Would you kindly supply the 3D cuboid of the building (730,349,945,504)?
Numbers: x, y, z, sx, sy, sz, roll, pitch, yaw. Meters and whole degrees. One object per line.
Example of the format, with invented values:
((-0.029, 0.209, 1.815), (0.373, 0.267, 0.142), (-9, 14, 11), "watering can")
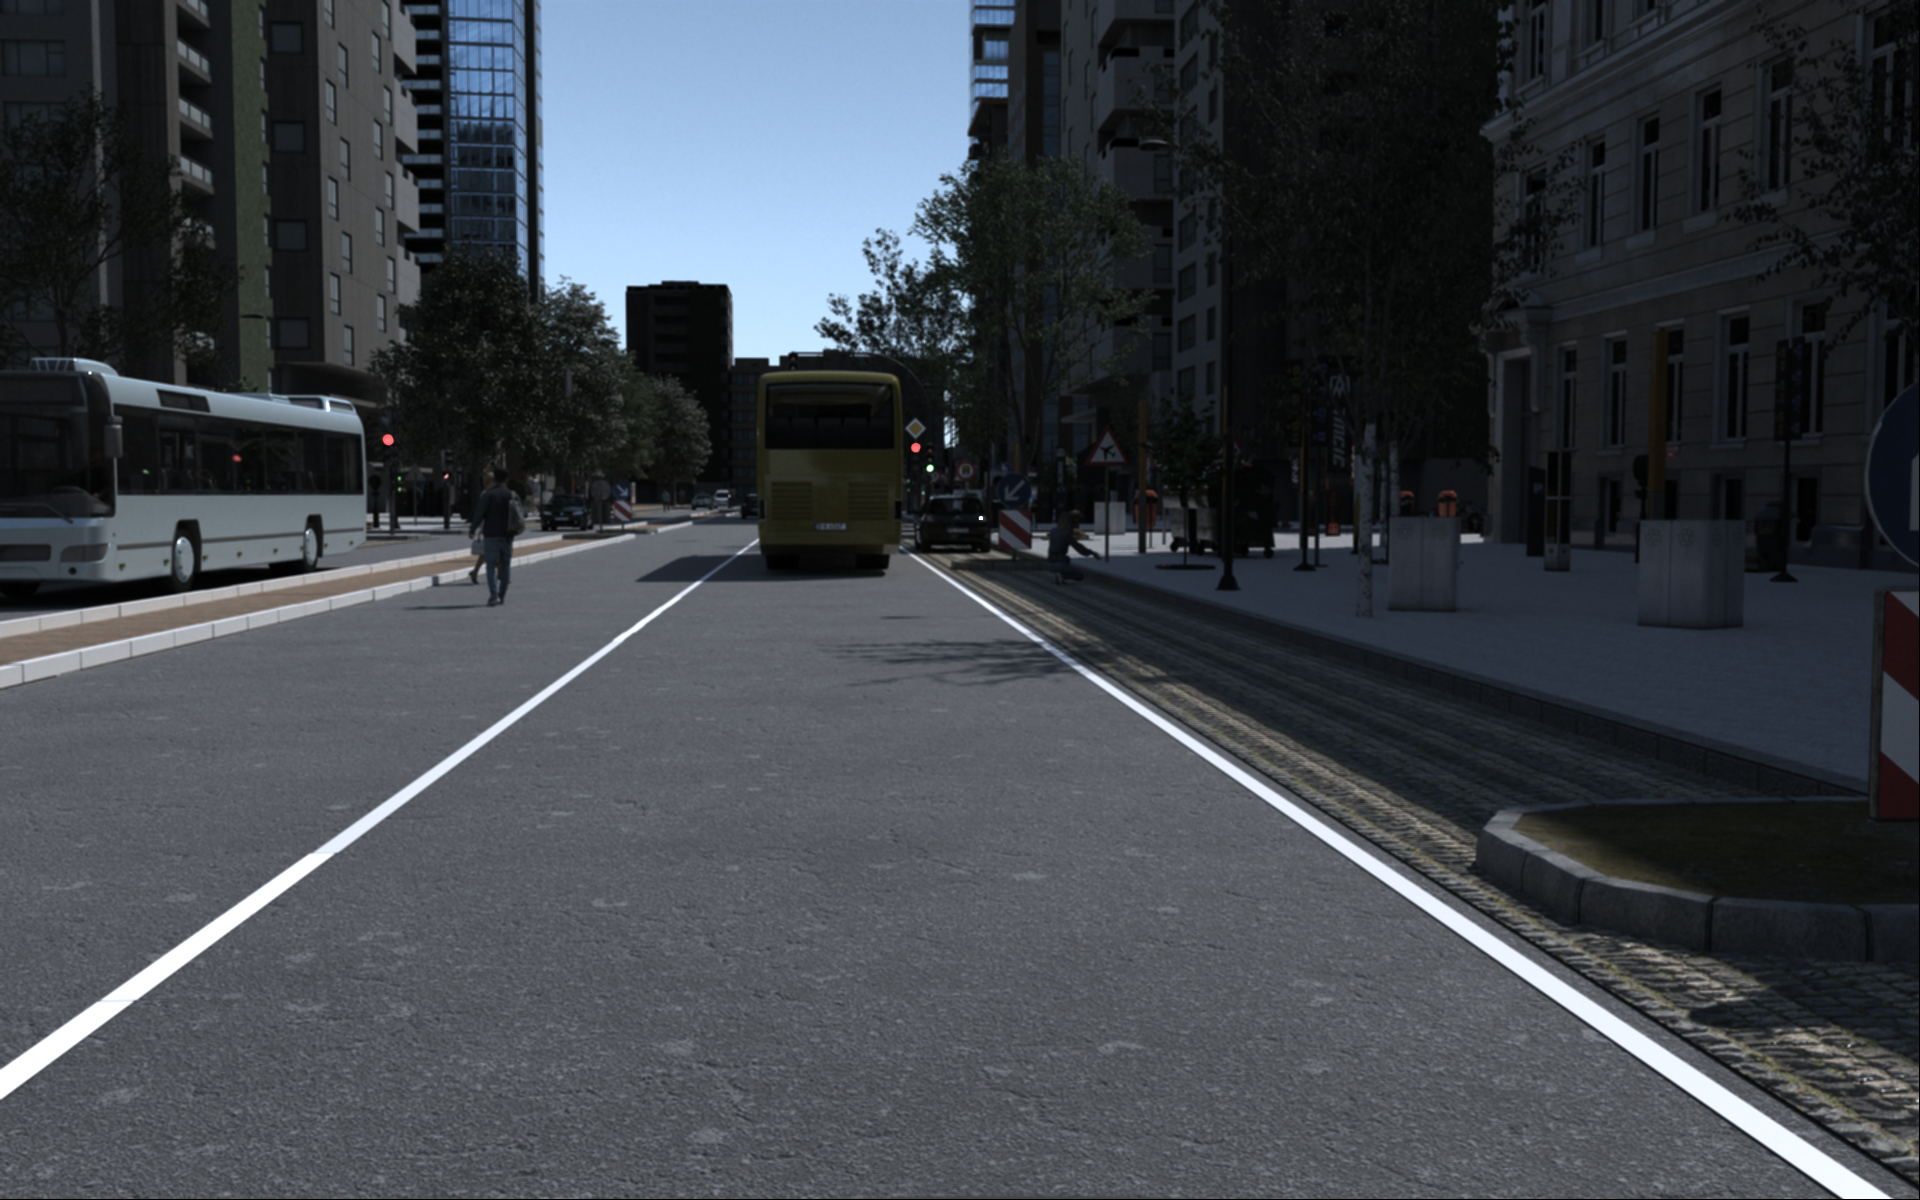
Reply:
((-17.552, -24.622, 247.614), (28.899, 21.520, 27.650), (0, 4, -5), "building")

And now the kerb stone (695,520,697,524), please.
((-12.610, -3.633, 81.611), (0.120, 0.150, 1.000), (0, 4, -5), "kerb stone")

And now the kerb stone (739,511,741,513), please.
((-16.040, -6.258, 124.508), (0.120, 0.150, 1.000), (0, 4, -5), "kerb stone")

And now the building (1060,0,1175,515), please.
((21.865, -32.271, 116.873), (28.713, 52.752, 27.495), (0, 4, -5), "building")

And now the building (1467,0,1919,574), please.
((20.894, -15.298, 36.030), (13.634, 28.700, 20.117), (0, 4, -5), "building")

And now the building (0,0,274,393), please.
((-40.695, -24.143, 78.339), (14.154, 41.232, 14.086), (0, 4, -5), "building")

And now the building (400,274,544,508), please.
((-52.441, -18.638, 149.777), (27.650, 21.520, 28.899), (0, 4, -5), "building")

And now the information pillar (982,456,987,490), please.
((1.524, -6.950, 104.995), (0.504, 3.616, 0.183), (3, 5, 44), "information pillar")

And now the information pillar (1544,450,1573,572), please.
((9.945, -1.486, 28.792), (0.304, 2.012, 0.304), (-2, 4, -30), "information pillar")

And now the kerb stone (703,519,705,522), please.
((-13.010, -3.947, 86.722), (0.120, 0.150, 1.000), (0, 4, -5), "kerb stone")

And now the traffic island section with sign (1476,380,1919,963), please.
((2.997, 0.147, 6.224), (1.989, 1.847, 2.006), (0, 4, -5), "traffic island section with sign")

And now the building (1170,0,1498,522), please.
((18.413, -19.057, 83.283), (14.107, 30.474, 14.160), (0, 4, -5), "building")

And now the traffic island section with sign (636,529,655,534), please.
((-12.141, -3.339, 62.735), (2.006, 1.907, 1.989), (0, 4, -5), "traffic island section with sign")

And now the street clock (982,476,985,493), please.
((1.097, -4.017, 70.249), (0.358, 2.002, 0.471), (2, 4, 34), "street clock")

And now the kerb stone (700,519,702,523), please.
((-12.846, -3.819, 84.675), (0.120, 0.150, 1.000), (0, 4, -5), "kerb stone")

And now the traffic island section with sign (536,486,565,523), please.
((-20.194, -4.801, 87.120), (1.989, 1.847, 2.006), (0, 4, -5), "traffic island section with sign")

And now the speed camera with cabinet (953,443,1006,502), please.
((0.758, -4.430, 66.763), (2.038, 3.252, 0.660), (-2, 4, -27), "speed camera with cabinet")

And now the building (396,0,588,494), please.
((-57.931, -53.489, 187.212), (31.000, 86.520, 22.319), (0, 4, -5), "building")

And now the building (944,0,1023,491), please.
((13.133, -56.996, 244.558), (31.000, 86.520, 22.319), (0, 4, -5), "building")

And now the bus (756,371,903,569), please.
((-2.796, -2.716, 35.948), (2.896, 3.916, 12.252), (0, 4, -5), "bus")

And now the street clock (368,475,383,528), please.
((-21.978, -3.706, 65.155), (0.471, 2.002, 0.358), (0, 4, -3), "street clock")

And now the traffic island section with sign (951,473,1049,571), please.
((0.852, -1.496, 33.094), (1.989, 1.847, 2.006), (0, 4, -5), "traffic island section with sign")

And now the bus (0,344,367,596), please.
((-12.387, -1.974, 27.130), (2.948, 3.499, 13.247), (0, 4, -4), "bus")

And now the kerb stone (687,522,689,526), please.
((-12.191, -3.320, 76.481), (0.120, 0.150, 1.000), (0, 4, -5), "kerb stone")

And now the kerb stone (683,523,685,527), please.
((-12.030, -3.189, 74.437), (0.120, 0.150, 1.000), (0, 4, -5), "kerb stone")

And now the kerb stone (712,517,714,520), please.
((-13.588, -4.383, 93.880), (0.120, 0.150, 1.000), (0, 4, -5), "kerb stone")

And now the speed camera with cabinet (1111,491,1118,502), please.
((6.949, -5.691, 87.389), (2.038, 3.252, 0.660), (2, 4, 35), "speed camera with cabinet")

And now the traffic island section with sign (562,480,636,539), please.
((-11.561, -2.888, 55.350), (2.006, 1.907, 1.989), (0, 4, -5), "traffic island section with sign")

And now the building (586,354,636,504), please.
((-60.849, -24.380, 243.647), (28.899, 21.520, 27.650), (0, 4, -5), "building")

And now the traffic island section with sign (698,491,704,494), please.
((-28.513, -11.173, 191.307), (1.989, 1.847, 2.006), (0, 4, -5), "traffic island section with sign")

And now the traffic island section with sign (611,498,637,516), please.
((-22.332, -6.444, 113.991), (1.989, 1.847, 2.006), (0, 4, -5), "traffic island section with sign")

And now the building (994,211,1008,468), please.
((10.115, -24.292, 168.867), (14.160, 30.474, 14.107), (0, 4, -5), "building")

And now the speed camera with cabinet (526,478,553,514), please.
((-27.642, -7.339, 114.334), (0.660, 3.252, 2.038), (3, 4, 38), "speed camera with cabinet")

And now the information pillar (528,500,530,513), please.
((-29.605, -6.961, 118.307), (0.304, 2.012, 0.304), (-3, 5, -42), "information pillar")

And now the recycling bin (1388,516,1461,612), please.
((5.160, -0.408, 19.229), (0.722, 1.027, 0.722), (1, 4, 20), "recycling bin")

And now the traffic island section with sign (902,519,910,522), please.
((-3.601, -4.903, 88.792), (1.989, 1.847, 2.006), (0, 4, -5), "traffic island section with sign")

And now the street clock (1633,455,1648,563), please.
((12.664, -1.683, 32.093), (0.471, 2.002, 0.358), (-3, 5, -44), "street clock")

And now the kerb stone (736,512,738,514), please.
((-15.706, -6.007, 120.414), (0.120, 0.150, 1.000), (0, 4, -5), "kerb stone")

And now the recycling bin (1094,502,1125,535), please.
((4.738, -2.581, 54.752), (0.722, 1.027, 0.722), (-3, 5, -41), "recycling bin")

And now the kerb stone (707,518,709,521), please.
((-13.262, -4.134, 89.787), (0.120, 0.150, 1.000), (0, 4, -5), "kerb stone")

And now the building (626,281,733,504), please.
((-38.377, -28.520, 237.994), (14.107, 30.474, 14.160), (0, 4, -5), "building")

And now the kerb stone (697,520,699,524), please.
((-12.688, -3.697, 82.634), (0.120, 0.150, 1.000), (0, 4, -5), "kerb stone")

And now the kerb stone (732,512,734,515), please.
((-15.300, -5.690, 115.314), (0.120, 0.150, 1.000), (0, 4, -5), "kerb stone")

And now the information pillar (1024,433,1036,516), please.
((2.670, -4.582, 66.275), (0.504, 3.616, 0.183), (0, 4, -6), "information pillar")

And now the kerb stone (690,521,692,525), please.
((-12.361, -3.445, 78.521), (0.120, 0.150, 1.000), (0, 4, -5), "kerb stone")

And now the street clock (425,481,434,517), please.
((-29.692, -5.670, 97.269), (0.358, 2.002, 0.471), (-1, 4, -23), "street clock")

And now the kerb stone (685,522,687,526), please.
((-12.115, -3.255, 75.461), (0.120, 0.150, 1.000), (0, 4, -5), "kerb stone")

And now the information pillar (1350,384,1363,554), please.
((8.452, -2.779, 36.792), (0.183, 3.616, 0.504), (0, 4, 3), "information pillar")

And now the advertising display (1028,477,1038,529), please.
((2.414, -3.562, 63.445), (0.974, 1.923, 0.123), (-2, 4, -26), "advertising display")

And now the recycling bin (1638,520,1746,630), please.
((7.096, -0.260, 16.804), (0.722, 1.027, 0.722), (-3, 4, -36), "recycling bin")

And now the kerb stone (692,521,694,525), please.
((-12.436, -3.506, 79.544), (0.120, 0.150, 1.000), (0, 4, -5), "kerb stone")

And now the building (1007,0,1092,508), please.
((11.851, -30.821, 154.038), (14.600, 45.320, 14.200), (0, 4, -5), "building")

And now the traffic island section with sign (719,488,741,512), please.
((-18.134, -7.920, 137.635), (2.006, 1.907, 1.989), (0, 4, -5), "traffic island section with sign")

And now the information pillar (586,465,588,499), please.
((-24.215, -7.401, 112.365), (0.183, 3.616, 0.504), (-1, 4, -9), "information pillar")

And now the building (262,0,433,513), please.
((-49.876, -31.702, 107.561), (28.713, 52.752, 27.495), (0, 4, -5), "building")

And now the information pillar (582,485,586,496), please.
((-27.827, -7.585, 128.514), (0.304, 2.012, 0.304), (3, 5, 42), "information pillar")

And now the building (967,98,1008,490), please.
((12.306, -32.787, 190.684), (22.147, 44.769, 28.867), (0, 4, -5), "building")

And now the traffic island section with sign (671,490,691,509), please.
((-26.373, -9.530, 164.437), (1.989, 1.847, 2.006), (0, 4, -5), "traffic island section with sign")
